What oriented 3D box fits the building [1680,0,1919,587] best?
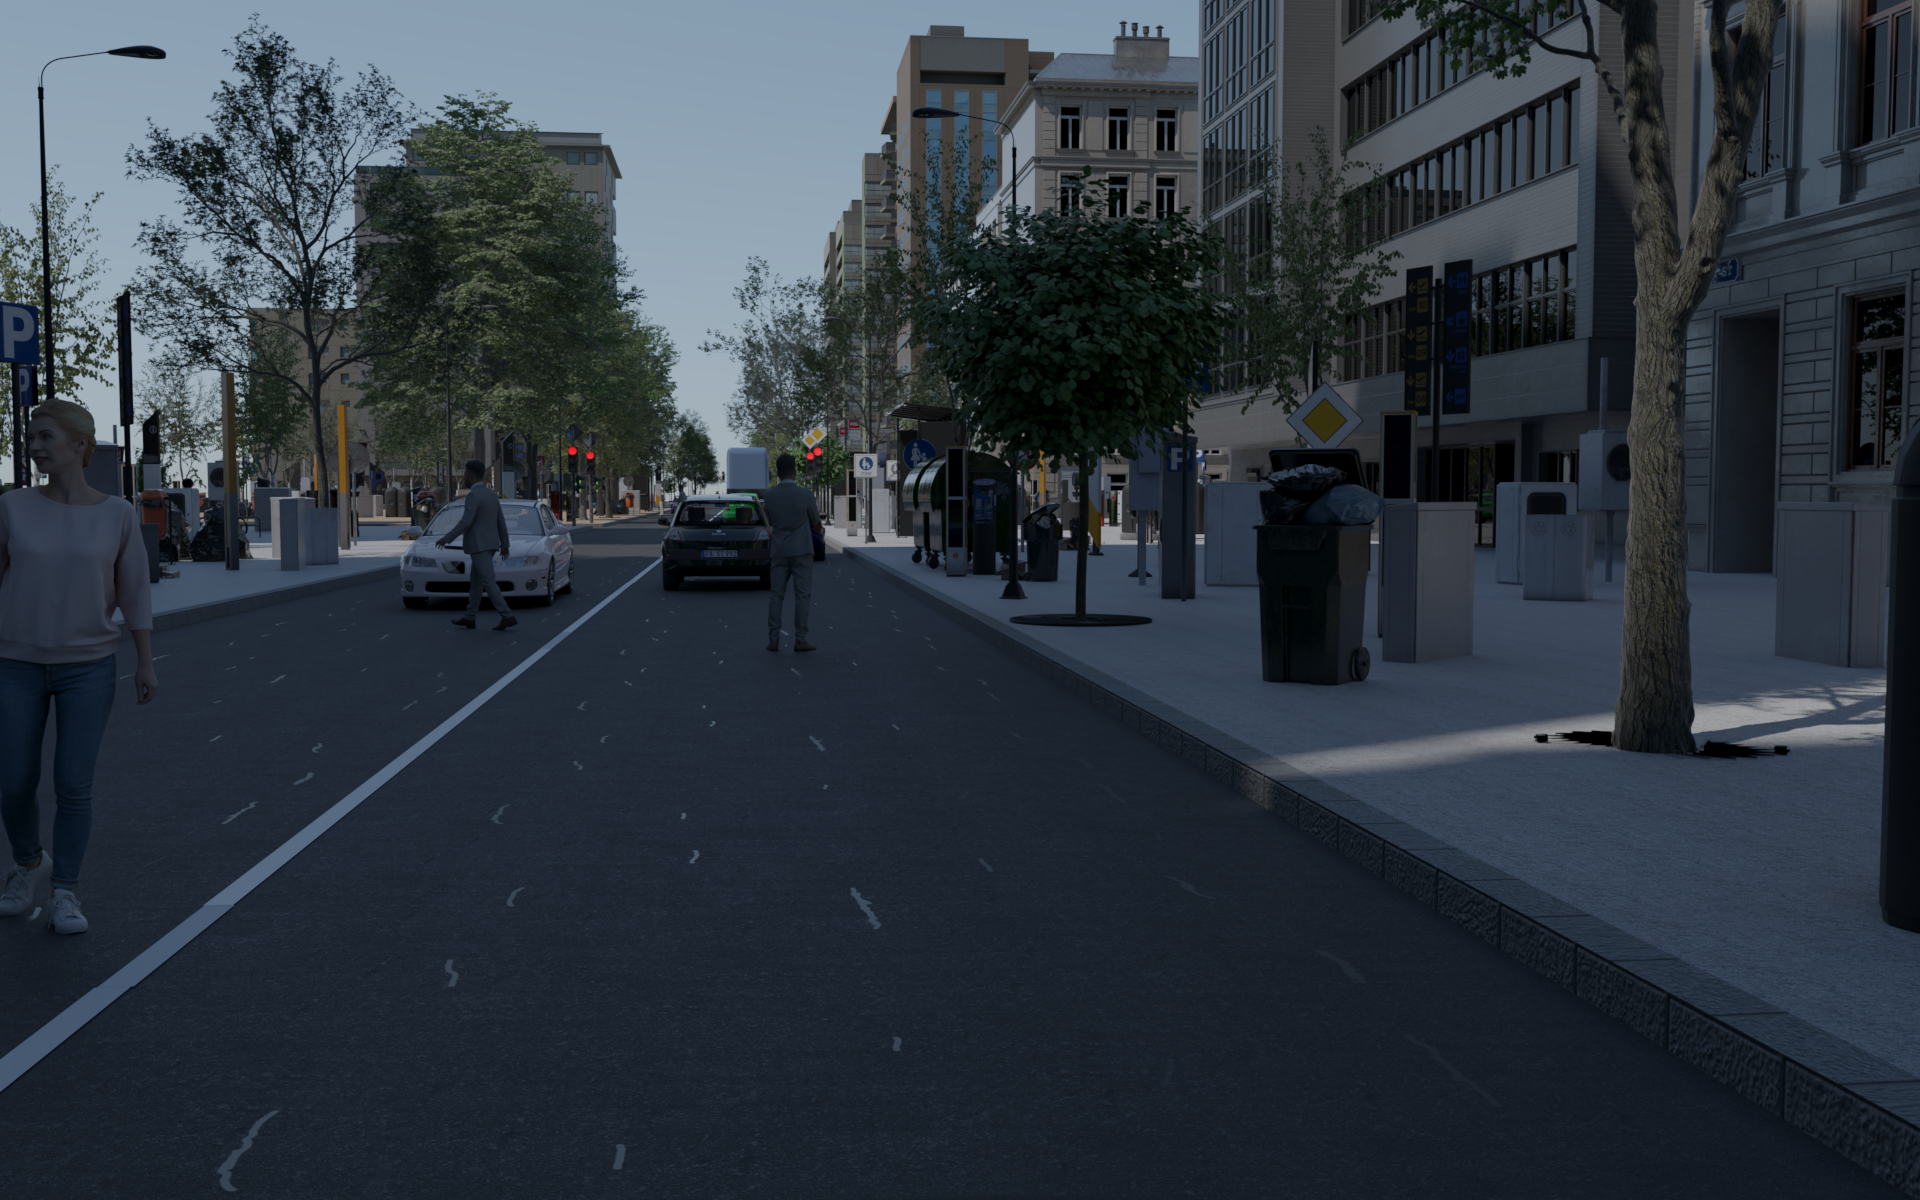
[{"bbox_3d":[18.295,-11.199,19.265,11.583,22.565,21.152,0,4,-7],"label":"building"}]

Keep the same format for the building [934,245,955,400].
[{"bbox_3d":[5.208,-19.460,137.263,14.460,24.649,34.723,0,4,-7],"label":"building"}]

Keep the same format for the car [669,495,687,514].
[{"bbox_3d":[-20.136,-6.921,125.746,1.945,1.354,3.894,-1,4,-9],"label":"car"}]

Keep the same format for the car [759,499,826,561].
[{"bbox_3d":[-3.925,-1.589,38.565,1.945,1.354,3.894,0,4,-7],"label":"car"}]

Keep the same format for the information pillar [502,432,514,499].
[{"bbox_3d":[-16.814,-4.472,64.478,0.183,3.616,0.504,3,4,38],"label":"information pillar"}]

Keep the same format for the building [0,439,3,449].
[{"bbox_3d":[-42.959,-23.611,40.657,28.867,44.769,22.147,0,4,-7],"label":"building"}]

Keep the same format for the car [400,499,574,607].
[{"bbox_3d":[-6.331,-0.683,23.530,2.083,1.381,4.827,0,4,-8],"label":"car"}]

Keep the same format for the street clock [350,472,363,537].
[{"bbox_3d":[-18.147,-2.895,51.896,0.471,2.002,0.358,0,4,6],"label":"street clock"}]

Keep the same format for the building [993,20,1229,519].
[{"bbox_3d":[15.146,-18.321,96.817,25.104,27.353,12.463,0,4,-7],"label":"building"}]

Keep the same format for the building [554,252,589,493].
[{"bbox_3d":[-50.217,-26.099,198.412,14.160,30.474,14.107,0,4,-7],"label":"building"}]

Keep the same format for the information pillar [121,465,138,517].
[{"bbox_3d":[-20.823,-2.382,43.444,0.304,2.012,0.304,-1,4,-15],"label":"information pillar"}]

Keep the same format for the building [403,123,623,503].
[{"bbox_3d":[-64.716,-40.690,254.527,28.713,52.752,27.495,0,4,-7],"label":"building"}]

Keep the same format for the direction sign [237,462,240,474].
[{"bbox_3d":[-50.317,-7.833,120.073,0.876,3.537,0.379,1,4,14],"label":"direction sign"}]

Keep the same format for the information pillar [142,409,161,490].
[{"bbox_3d":[-22.399,-3.468,48.061,0.504,3.616,0.183,0,4,7],"label":"information pillar"}]

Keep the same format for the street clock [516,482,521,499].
[{"bbox_3d":[-26.916,-6.147,105.069,0.471,2.002,0.358,-3,5,-40],"label":"street clock"}]

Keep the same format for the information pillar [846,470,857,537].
[{"bbox_3d":[-3.275,-2.933,52.441,0.304,2.012,0.304,-1,4,-10],"label":"information pillar"}]

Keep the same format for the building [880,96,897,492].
[{"bbox_3d":[2.760,-32.760,190.246,22.147,44.769,28.867,0,4,-7],"label":"building"}]

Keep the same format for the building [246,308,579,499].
[{"bbox_3d":[-54.046,-20.278,176.581,27.650,21.520,28.899,0,4,-7],"label":"building"}]

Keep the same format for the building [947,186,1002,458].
[{"bbox_3d":[5.331,-15.701,111.469,10.420,20.320,16.860,0,4,-7],"label":"building"}]

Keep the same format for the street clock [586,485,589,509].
[{"bbox_3d":[-31.258,-8.608,145.309,0.358,2.002,0.471,2,4,31],"label":"street clock"}]

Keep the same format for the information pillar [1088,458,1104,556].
[{"bbox_3d":[2.806,-2.740,36.147,0.183,3.616,0.504,-2,4,-27],"label":"information pillar"}]

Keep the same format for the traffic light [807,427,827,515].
[{"bbox_3d":[-5.752,-4.946,69.780,0.839,4.253,0.868,0,4,-7],"label":"traffic light"}]

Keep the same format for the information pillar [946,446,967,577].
[{"bbox_3d":[-0.052,-1.368,26.864,0.304,2.012,0.304,0,4,6],"label":"information pillar"}]

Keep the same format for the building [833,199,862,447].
[{"bbox_3d":[-8.785,-40.177,280.593,21.300,48.544,21.600,0,4,-7],"label":"building"}]

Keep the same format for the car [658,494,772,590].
[{"bbox_3d":[-3.771,-1.071,27.301,2.009,1.686,4.222,0,4,-7],"label":"car"}]

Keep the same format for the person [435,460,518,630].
[{"bbox_3d":[-5.061,-0.583,18.313,0.850,1.792,0.678,1,4,12],"label":"person"}]

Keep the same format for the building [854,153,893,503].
[{"bbox_3d":[-4.985,-32.257,210.993,14.154,41.232,14.086,0,4,-7],"label":"building"}]

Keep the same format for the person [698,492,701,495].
[{"bbox_3d":[-31.921,-12.475,212.989,1.217,1.766,0.721,3,5,41],"label":"person"}]

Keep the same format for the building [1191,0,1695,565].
[{"bbox_3d":[16.672,-13.862,45.718,14.314,24.678,30.058,0,4,-7],"label":"building"}]

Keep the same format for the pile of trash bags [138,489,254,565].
[{"bbox_3d":[-14.695,-1.405,32.728,1.912,1.369,3.447,0,4,-7],"label":"pile of trash bags"}]

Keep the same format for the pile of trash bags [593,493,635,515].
[{"bbox_3d":[-20.999,-5.899,106.196,1.912,1.369,3.447,-3,5,-44],"label":"pile of trash bags"}]

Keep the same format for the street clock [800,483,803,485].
[{"bbox_3d":[-8.502,-5.389,92.675,0.358,2.002,0.471,1,4,12],"label":"street clock"}]

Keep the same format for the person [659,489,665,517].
[{"bbox_3d":[-18.596,-6.062,108.166,0.362,1.759,0.519,-1,4,-16],"label":"person"}]

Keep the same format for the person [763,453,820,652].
[{"bbox_3d":[-1.542,-0.443,15.917,0.511,1.800,0.466,0,4,-1],"label":"person"}]

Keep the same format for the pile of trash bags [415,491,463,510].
[{"bbox_3d":[-15.409,-2.662,53.269,1.912,1.369,3.447,2,4,25],"label":"pile of trash bags"}]

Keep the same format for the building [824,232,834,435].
[{"bbox_3d":[-12.514,-41.494,302.132,21.300,48.544,21.600,0,4,-7],"label":"building"}]

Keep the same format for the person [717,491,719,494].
[{"bbox_3d":[-29.272,-12.278,209.275,0.705,1.821,1.348,-3,5,-39],"label":"person"}]

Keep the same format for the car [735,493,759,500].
[{"bbox_3d":[-9.911,-4.316,79.365,1.959,1.807,4.718,0,4,-6],"label":"car"}]

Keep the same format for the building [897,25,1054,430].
[{"bbox_3d":[1.407,-31.670,167.922,14.600,45.320,14.200,0,4,-7],"label":"building"}]

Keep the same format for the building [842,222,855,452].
[{"bbox_3d":[-10.847,-35.390,262.218,14.154,41.232,14.086,0,4,-7],"label":"building"}]

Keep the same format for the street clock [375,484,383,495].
[{"bbox_3d":[-42.205,-7.416,125.827,0.471,2.002,0.358,1,4,12],"label":"street clock"}]

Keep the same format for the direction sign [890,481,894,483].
[{"bbox_3d":[-5.150,-8.037,123.395,0.876,3.537,0.379,0,4,1],"label":"direction sign"}]

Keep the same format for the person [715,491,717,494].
[{"bbox_3d":[-36.145,-15.231,257.401,0.709,1.838,0.599,-1,4,-18],"label":"person"}]

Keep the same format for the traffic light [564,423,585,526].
[{"bbox_3d":[-15.287,-4.872,68.579,0.839,4.253,0.868,0,4,-7],"label":"traffic light"}]

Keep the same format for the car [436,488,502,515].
[{"bbox_3d":[-20.881,-3.856,72.831,4.222,1.686,2.009,0,4,-7],"label":"car"}]

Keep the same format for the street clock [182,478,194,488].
[{"bbox_3d":[-34.890,-4.509,78.288,0.471,2.002,0.358,-2,4,-32],"label":"street clock"}]

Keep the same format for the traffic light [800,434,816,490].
[{"bbox_3d":[-6.740,-5.430,77.704,0.839,4.253,0.868,0,4,-7],"label":"traffic light"}]

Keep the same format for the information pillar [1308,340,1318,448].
[{"bbox_3d":[5.419,-2.158,26.645,0.183,3.616,0.504,0,4,4],"label":"information pillar"}]

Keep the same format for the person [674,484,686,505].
[{"bbox_3d":[-10.737,-3.533,66.453,0.466,1.800,0.511,-1,4,-11],"label":"person"}]

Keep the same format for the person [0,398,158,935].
[{"bbox_3d":[-3.091,0.209,5.756,0.731,1.740,0.598,-2,4,-30],"label":"person"}]

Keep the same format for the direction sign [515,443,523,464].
[{"bbox_3d":[-19.695,-5.164,76.423,0.876,3.537,0.379,0,4,3],"label":"direction sign"}]

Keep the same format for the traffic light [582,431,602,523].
[{"bbox_3d":[-16.275,-5.357,76.503,0.839,4.253,0.868,0,4,-7],"label":"traffic light"}]

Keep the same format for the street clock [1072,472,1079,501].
[{"bbox_3d":[3.886,-3.253,57.750,0.358,2.002,0.471,-1,4,-9],"label":"street clock"}]

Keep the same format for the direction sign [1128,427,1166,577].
[{"bbox_3d":[2.795,-2.126,26.759,0.876,3.537,0.379,-2,4,-26],"label":"direction sign"}]

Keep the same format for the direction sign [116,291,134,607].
[{"bbox_3d":[-9.485,-1.697,19.738,0.379,3.537,0.876,-2,4,-33],"label":"direction sign"}]

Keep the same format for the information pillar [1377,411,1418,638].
[{"bbox_3d":[3.904,-0.671,15.457,0.304,2.012,0.304,1,4,19],"label":"information pillar"}]

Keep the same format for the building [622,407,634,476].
[{"bbox_3d":[-67.934,-26.837,283.818,27.650,21.520,28.899,0,4,-7],"label":"building"}]

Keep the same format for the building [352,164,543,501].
[{"bbox_3d":[-45.607,-23.480,155.596,14.160,30.474,14.107,0,4,-7],"label":"building"}]
